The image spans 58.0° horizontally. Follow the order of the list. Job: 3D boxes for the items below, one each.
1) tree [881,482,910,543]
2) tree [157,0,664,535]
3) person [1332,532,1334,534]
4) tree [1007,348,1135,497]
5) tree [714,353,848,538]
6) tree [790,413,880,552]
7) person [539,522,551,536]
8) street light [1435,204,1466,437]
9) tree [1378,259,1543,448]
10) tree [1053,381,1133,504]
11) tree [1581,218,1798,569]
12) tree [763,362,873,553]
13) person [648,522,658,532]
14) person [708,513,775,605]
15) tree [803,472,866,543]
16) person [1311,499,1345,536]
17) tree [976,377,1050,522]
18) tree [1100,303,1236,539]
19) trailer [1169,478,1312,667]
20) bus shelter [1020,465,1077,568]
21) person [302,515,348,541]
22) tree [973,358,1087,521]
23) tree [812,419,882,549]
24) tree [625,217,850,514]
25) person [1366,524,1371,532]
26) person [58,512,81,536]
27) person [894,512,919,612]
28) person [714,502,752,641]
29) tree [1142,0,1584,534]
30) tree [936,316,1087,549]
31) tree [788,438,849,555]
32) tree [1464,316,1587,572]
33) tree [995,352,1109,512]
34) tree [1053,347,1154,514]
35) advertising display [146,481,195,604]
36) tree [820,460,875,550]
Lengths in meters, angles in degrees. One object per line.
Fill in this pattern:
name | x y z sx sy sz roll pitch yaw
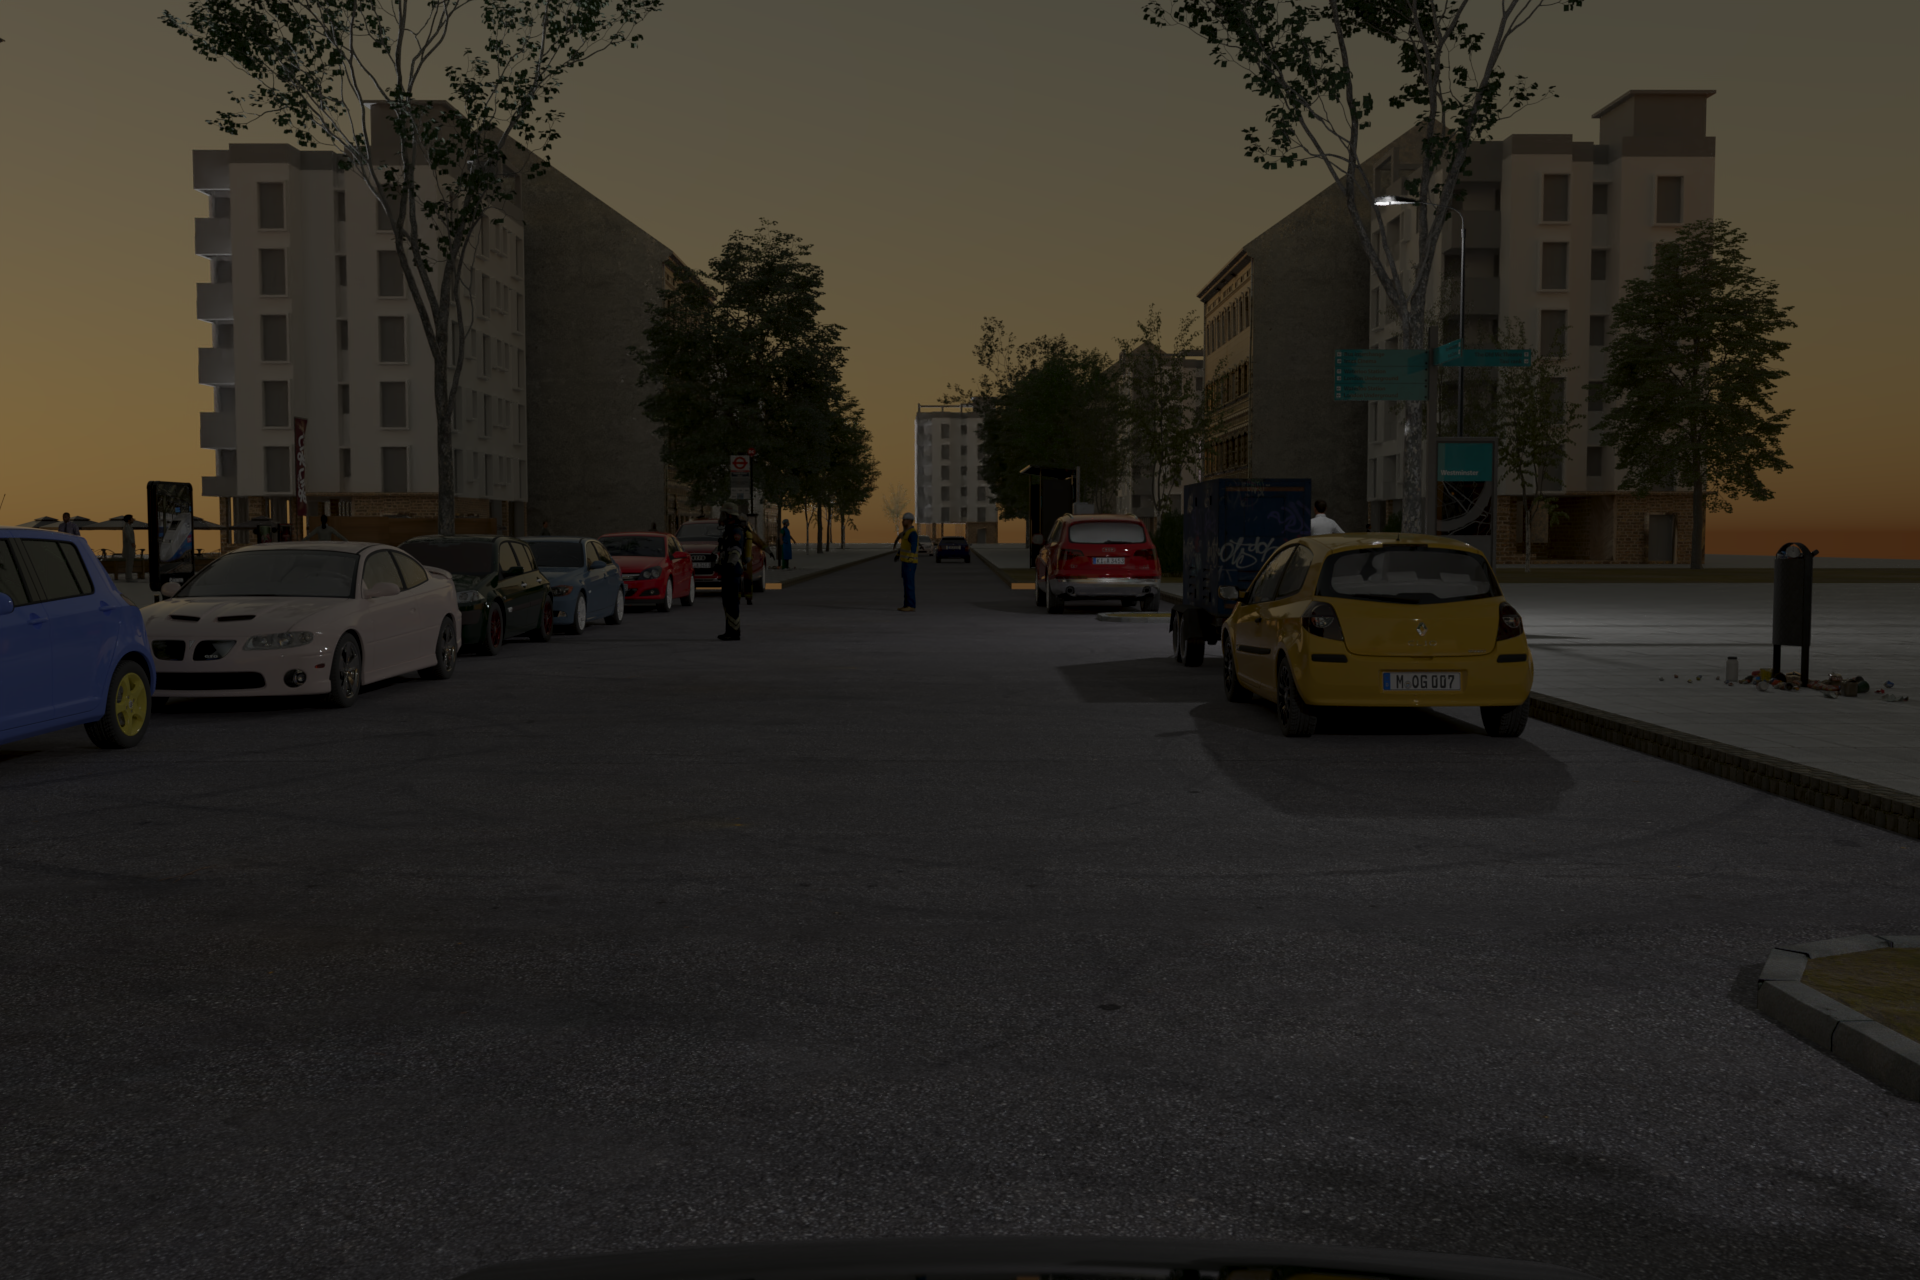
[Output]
tree | -8.411 -17.804 241.456 4.360 8.622 3.978 0 3 0
tree | -13.570 -11.274 40.224 12.611 20.169 13.585 0 3 0
person | 7.779 -1.593 35.315 0.697 1.427 0.421 -1 4 -11
tree | 6.219 -10.418 96.086 9.928 11.665 9.643 0 3 0
tree | -9.601 -9.514 89.963 8.767 10.594 7.601 1 4 18
tree | -9.349 -11.728 126.170 7.601 10.594 8.767 -1 4 -14
person | -17.302 -4.043 72.377 0.705 1.796 1.348 1 4 15
street light | 7.460 -3.143 23.928 1.470 5.913 1.316 0 4 -1
tree | 12.837 -5.900 46.827 4.360 8.622 3.978 0 3 0
tree | 6.163 -8.168 83.904 4.360 8.622 3.978 0 3 0
tree | 26.605 -8.870 63.158 7.486 12.596 7.792 0 3 0
tree | -9.708 -12.003 114.376 7.486 12.596 7.792 0 3 0
person | -13.476 -4.292 76.295 0.705 1.813 1.348 3 4 36
person | -4.408 -1.642 35.073 1.354 1.858 0.705 0 4 2
tree | -17.869 -20.015 237.610 12.009 13.543 11.850 0 3 0
person | 5.452 -1.234 26.331 1.344 1.810 0.704 -1 4 -12
tree | 5.931 -14.148 137.979 9.857 13.997 8.962 0 3 0
tree | 6.696 -6.471 56.169 4.737 8.622 4.395 0 3 0
trailer | 3.115 -0.775 19.727 1.471 1.999 3.904 0 4 0
bus shelter | 3.167 -4.315 61.830 1.731 3.624 6.357 0 4 -1
person | -14.668 -2.029 40.012 1.217 1.735 0.721 -1 4 -18
tree | 5.548 -13.469 126.878 9.857 13.997 8.962 0 3 0
tree | -10.075 -13.565 147.546 9.928 11.665 9.643 0 3 0
tree | -9.060 -10.073 71.356 9.857 13.997 8.962 0 3 0
person | 18.102 -4.257 76.329 0.721 1.740 1.216 1 4 19
person | -22.897 -2.349 44.312 0.709 1.838 0.599 0 4 4
person | -0.982 -1.451 32.144 0.705 1.833 1.349 -1 4 -14
person | -3.124 -0.926 23.374 0.705 1.856 1.354 -1 4 -15
tree | 8.126 -10.988 35.537 12.611 20.169 13.585 0 3 0
tree | 4.832 -18.076 151.431 12.611 20.169 13.585 0 3 0
tree | -9.597 -9.537 106.291 4.360 8.622 3.978 0 3 0
tree | 18.885 -6.563 57.672 4.737 8.622 4.395 0 3 0
tree | 5.806 -11.615 108.028 7.486 12.596 7.792 0 3 0
tree | 5.408 -7.264 69.132 4.360 8.622 3.978 0 3 0
advertising display | -9.701 -0.986 21.327 0.123 1.923 0.974 0 4 1
tree | -9.082 -11.534 138.939 4.737 8.622 4.395 0 3 0
